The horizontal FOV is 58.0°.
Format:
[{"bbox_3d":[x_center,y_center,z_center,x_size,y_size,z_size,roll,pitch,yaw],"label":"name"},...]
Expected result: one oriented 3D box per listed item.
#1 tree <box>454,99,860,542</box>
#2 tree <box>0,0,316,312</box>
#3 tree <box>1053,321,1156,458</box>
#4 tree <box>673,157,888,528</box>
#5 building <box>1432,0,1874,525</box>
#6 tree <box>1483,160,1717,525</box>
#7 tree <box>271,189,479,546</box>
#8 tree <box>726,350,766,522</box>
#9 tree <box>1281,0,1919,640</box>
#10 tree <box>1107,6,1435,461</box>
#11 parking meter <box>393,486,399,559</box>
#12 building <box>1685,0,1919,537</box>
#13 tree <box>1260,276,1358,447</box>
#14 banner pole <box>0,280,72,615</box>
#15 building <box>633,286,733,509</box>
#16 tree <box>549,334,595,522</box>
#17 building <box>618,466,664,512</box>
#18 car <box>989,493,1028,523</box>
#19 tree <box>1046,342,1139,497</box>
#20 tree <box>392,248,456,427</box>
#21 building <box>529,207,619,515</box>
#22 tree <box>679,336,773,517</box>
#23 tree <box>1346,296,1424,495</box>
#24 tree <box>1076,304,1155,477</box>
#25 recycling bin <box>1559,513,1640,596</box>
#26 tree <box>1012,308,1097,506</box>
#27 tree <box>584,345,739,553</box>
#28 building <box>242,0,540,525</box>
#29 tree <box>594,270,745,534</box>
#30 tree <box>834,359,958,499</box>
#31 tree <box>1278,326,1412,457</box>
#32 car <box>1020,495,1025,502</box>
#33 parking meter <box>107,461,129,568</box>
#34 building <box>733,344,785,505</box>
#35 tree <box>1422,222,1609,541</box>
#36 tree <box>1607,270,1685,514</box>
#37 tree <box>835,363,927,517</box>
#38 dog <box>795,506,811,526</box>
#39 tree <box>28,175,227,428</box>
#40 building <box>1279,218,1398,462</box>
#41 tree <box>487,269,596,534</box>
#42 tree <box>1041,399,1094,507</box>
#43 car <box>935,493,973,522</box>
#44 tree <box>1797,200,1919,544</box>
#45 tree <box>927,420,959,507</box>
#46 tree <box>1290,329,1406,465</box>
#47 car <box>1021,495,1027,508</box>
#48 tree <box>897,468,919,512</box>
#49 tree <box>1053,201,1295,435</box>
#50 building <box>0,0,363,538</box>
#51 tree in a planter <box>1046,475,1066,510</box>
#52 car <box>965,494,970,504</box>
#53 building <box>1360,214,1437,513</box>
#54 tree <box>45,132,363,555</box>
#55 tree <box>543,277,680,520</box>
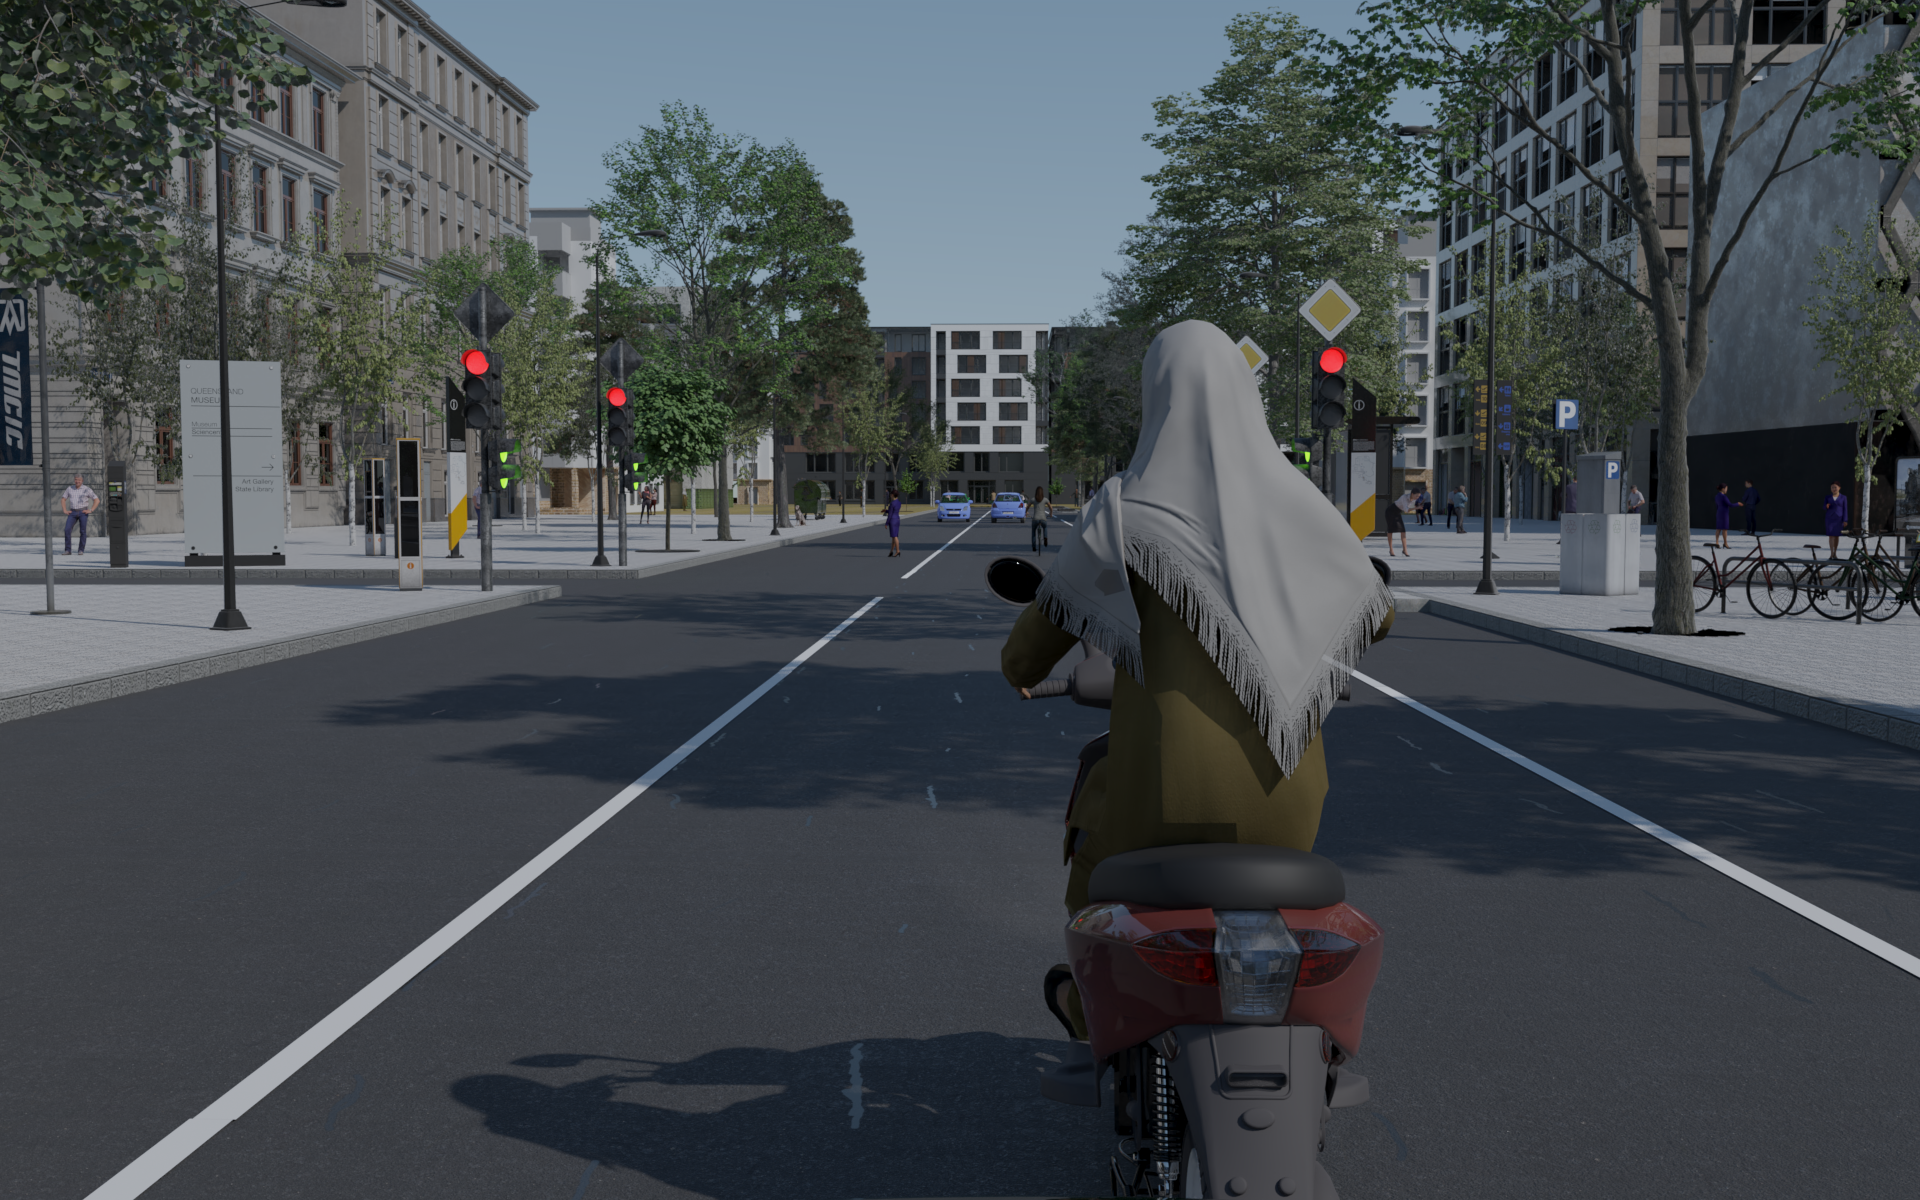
[{"bbox_3d":[-6.616,-7.415,46.988,9.928,11.665,9.643,0,3,0],"label":"tree"},{"bbox_3d":[-7.270,-6.232,8.549,9.857,13.997,8.962,0,3,0],"label":"tree"},{"bbox_3d":[8.860,-9.439,88.743,8.767,10.594,7.601,0,4,8],"label":"tree"},{"bbox_3d":[-6.815,-9.679,65.675,7.806,13.903,7.818,0,3,0],"label":"tree"},{"bbox_3d":[37.826,-17.304,87.434,19.350,26.468,34.151,0,4,2],"label":"building"},{"bbox_3d":[14.607,-5.439,39.284,4.360,8.622,3.978,0,3,0],"label":"tree"},{"bbox_3d":[-14.906,-5.662,42.932,4.737,8.622,4.395,0,3,0],"label":"tree"},{"bbox_3d":[-9.826,-7.894,79.428,4.737,8.622,4.395,0,3,0],"label":"tree"},{"bbox_3d":[6.593,-5.501,15.696,9.928,11.665,9.643,0,3,0],"label":"tree"},{"bbox_3d":[7.443,-7.550,41.566,7.486,12.596,7.792,0,3,0],"label":"tree"},{"bbox_3d":[-11.075,-1.594,34.478,0.372,1.533,0.369,0,3,0],"label":"parking meter"},{"bbox_3d":[35.410,-11.562,56.492,16.811,18.784,16.820,0,4,2],"label":"building"},{"bbox_3d":[11.778,-6.578,57.910,4.360,8.622,3.978,0,3,0],"label":"tree"},{"bbox_3d":[-9.974,-1.743,18.510,0.863,3.779,0.401,1,4,13],"label":"banner pole"},{"bbox_3d":[-37.568,-17.739,156.490,31.486,18.905,16.747,0,4,2],"label":"building"},{"bbox_3d":[-16.854,-7.878,79.169,4.360,8.622,3.978,0,3,0],"label":"tree"},{"bbox_3d":[-27.179,-11.675,133.036,9.099,9.664,28.070,0,4,2],"label":"building"},{"bbox_3d":[2.425,-4.706,86.529,1.945,1.707,3.694,0,4,3],"label":"car"},{"bbox_3d":[11.338,-14.405,142.940,7.806,13.903,7.818,0,3,0],"label":"tree"},{"bbox_3d":[-18.606,-8.724,68.388,9.928,11.665,9.643,0,3,0],"label":"tree"},{"bbox_3d":[-30.803,-15.672,112.654,16.016,20.091,11.380,0,4,2],"label":"building"},{"bbox_3d":[-13.750,-9.836,95.225,7.601,10.594,8.767,-2,4,-34],"label":"tree"},{"bbox_3d":[15.304,-6.924,63.577,4.737,8.622,4.395,0,3,0],"label":"tree"},{"bbox_3d":[9.586,-10.727,97.443,6.751,12.117,7.091,0,3,0],"label":"tree"},{"bbox_3d":[8.196,-0.589,22.188,0.722,1.027,0.722,-3,4,-36],"label":"recycling bin"},{"bbox_3d":[11.788,-19.766,179.069,12.611,20.169,13.585,0,3,0],"label":"tree"},{"bbox_3d":[-6.569,-3.341,38.333,4.285,4.588,4.351,0,3,0],"label":"tree"},{"bbox_3d":[-29.507,-17.479,83.044,12.463,27.353,25.104,0,4,2],"label":"building"},{"bbox_3d":[-8.820,-6.432,55.524,4.360,8.622,3.978,0,3,0],"label":"tree"},{"bbox_3d":[-4.361,-11.278,118.808,8.767,10.594,7.601,-1,4,-8],"label":"tree"},{"bbox_3d":[19.615,-9.437,88.704,7.601,10.594,8.767,3,4,38],"label":"tree"},{"bbox_3d":[3.909,-7.140,128.740,2.014,1.417,4.499,0,4,1],"label":"car"},{"bbox_3d":[-14.657,-1.495,30.147,0.255,1.863,0.399,-1,4,-18],"label":"parking meter"},{"bbox_3d":[-28.365,-22.088,217.551,11.380,20.091,16.016,0,4,2],"label":"building"},{"bbox_3d":[14.901,-5.897,46.783,4.737,8.622,4.395,0,3,0],"label":"tree"},{"bbox_3d":[21.412,-6.462,56.010,4.737,8.622,4.395,0,3,0],"label":"tree"},{"bbox_3d":[-5.106,-8.860,95.229,4.737,8.622,4.395,0,3,0],"label":"tree"},{"bbox_3d":[-6.354,-3.416,70.225,0.800,0.831,0.513,-1,4,-17],"label":"dog"},{"bbox_3d":[-20.421,-5.598,41.885,4.360,8.622,3.978,0,3,0],"label":"tree"},{"bbox_3d":[43.318,-18.376,144.418,27.936,21.610,32.646,0,4,2],"label":"building"},{"bbox_3d":[-13.971,-6.463,56.033,4.737,8.622,4.395,0,3,0],"label":"tree"},{"bbox_3d":[11.663,-15.231,167.158,7.486,12.596,7.792,0,3,0],"label":"tree"},{"bbox_3d":[-0.312,-4.869,89.192,1.945,1.707,3.694,0,3,0],"label":"car"},{"bbox_3d":[23.542,-5.748,44.341,4.737,8.622,4.395,0,3,0],"label":"tree"},{"bbox_3d":[-3.110,-13.868,177.108,4.737,8.622,4.395,0,3,0],"label":"tree"},{"bbox_3d":[22.365,-10.852,99.492,6.751,12.117,7.091,0,3,0],"label":"tree"},{"bbox_3d":[4.964,-8.707,154.716,2.083,1.381,4.827,0,4,0],"label":"car"},{"bbox_3d":[-3.762,-8.010,125.563,1.663,3.219,1.824,0,3,0],"label":"tree"},{"bbox_3d":[9.061,-9.892,72.105,12.009,13.543,11.850,0,3,0],"label":"tree"},{"bbox_3d":[-30.276,-13.698,60.117,11.583,22.565,21.152,0,4,2],"label":"building"},{"bbox_3d":[8.883,-9.915,159.326,1.991,3.239,1.994,0,4,2],"label":"tree in a planter"},{"bbox_3d":[-0.067,-9.089,157.399,1.959,1.807,4.718,0,4,3],"label":"car"},{"bbox_3d":[36.445,-16.216,121.555,16.016,20.091,11.380,0,4,2],"label":"building"},{"bbox_3d":[-15.340,-5.198,35.356,4.360,8.622,3.978,0,3,0],"label":"tree"},{"bbox_3d":[-17.311,-10.000,85.562,6.751,12.117,7.091,0,3,0],"label":"tree"}]
